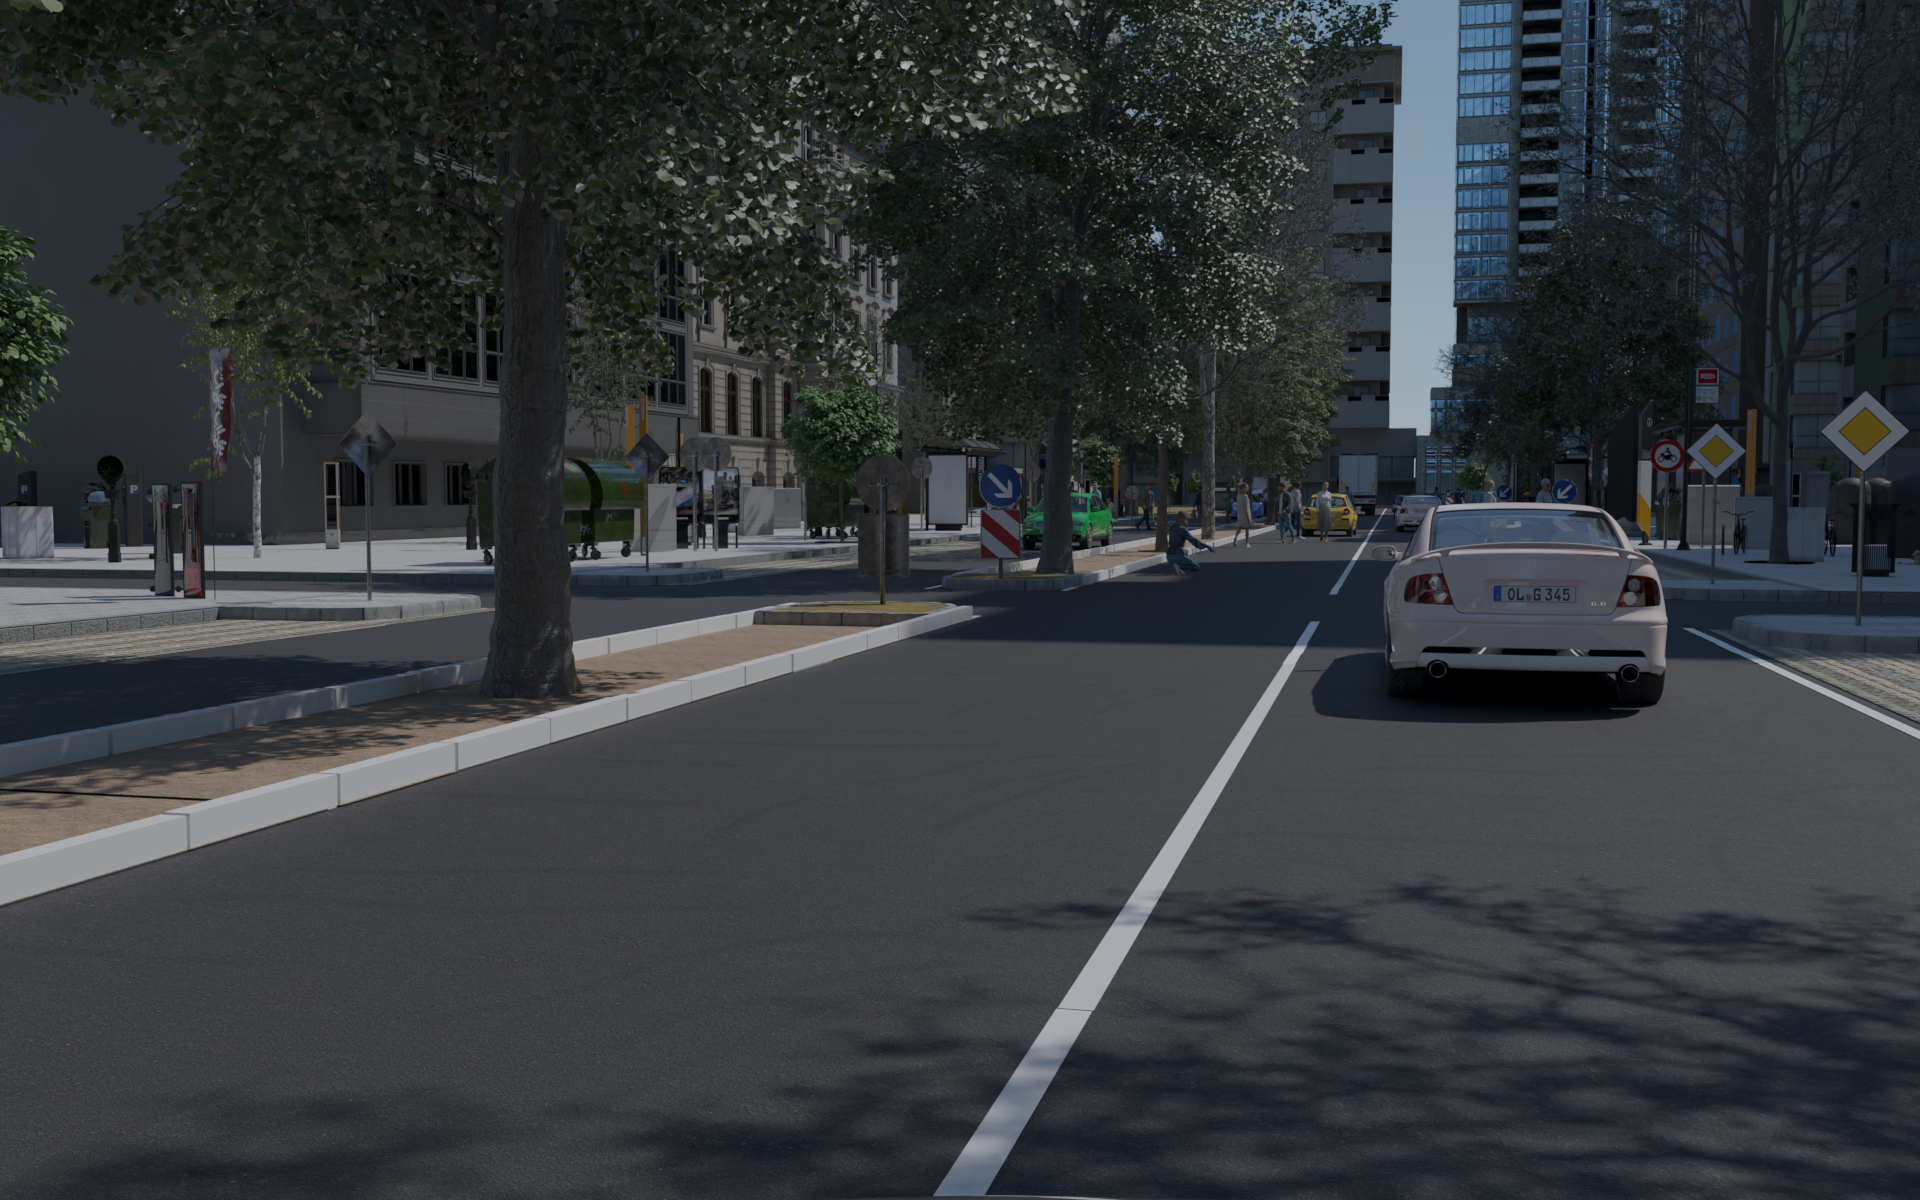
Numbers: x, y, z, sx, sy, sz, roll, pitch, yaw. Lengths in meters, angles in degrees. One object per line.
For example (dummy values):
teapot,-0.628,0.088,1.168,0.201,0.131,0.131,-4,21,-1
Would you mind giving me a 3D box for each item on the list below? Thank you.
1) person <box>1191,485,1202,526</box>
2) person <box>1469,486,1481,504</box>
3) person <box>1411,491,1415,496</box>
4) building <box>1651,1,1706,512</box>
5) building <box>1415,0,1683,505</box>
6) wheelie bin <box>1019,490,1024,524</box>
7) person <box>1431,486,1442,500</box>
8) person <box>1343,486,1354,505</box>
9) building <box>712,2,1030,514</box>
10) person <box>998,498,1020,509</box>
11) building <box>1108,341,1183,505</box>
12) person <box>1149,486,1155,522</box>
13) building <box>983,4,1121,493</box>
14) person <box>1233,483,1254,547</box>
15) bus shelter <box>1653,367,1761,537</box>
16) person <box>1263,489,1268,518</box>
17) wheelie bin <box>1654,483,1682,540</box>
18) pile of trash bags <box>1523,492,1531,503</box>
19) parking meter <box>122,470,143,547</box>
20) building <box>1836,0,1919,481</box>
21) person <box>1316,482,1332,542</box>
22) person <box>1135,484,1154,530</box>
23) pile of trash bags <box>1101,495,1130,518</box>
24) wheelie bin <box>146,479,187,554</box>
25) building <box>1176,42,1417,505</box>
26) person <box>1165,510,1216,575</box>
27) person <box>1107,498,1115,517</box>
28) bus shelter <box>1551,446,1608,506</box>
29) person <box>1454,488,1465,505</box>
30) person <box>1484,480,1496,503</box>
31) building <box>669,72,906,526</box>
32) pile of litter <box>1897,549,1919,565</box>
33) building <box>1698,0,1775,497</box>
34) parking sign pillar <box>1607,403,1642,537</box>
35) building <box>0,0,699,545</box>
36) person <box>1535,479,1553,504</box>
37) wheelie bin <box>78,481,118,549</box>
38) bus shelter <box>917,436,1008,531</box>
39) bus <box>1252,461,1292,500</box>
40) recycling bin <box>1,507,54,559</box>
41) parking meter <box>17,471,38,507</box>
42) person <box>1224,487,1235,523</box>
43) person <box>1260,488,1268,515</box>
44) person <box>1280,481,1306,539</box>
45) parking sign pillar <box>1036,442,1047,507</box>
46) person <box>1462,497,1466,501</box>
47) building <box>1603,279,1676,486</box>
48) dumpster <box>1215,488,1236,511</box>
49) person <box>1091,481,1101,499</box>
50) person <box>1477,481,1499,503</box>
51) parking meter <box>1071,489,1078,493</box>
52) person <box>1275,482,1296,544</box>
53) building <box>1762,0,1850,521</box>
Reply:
person,10.801,-4.266,78.227,0.794,1.824,0.713,0,4,-6
person,23.683,-4.335,79.392,0.660,1.820,0.620,-1,4,-15
person,40.774,-8.997,156.310,1.217,1.735,0.721,-3,5,-40
building,58.296,-41.409,115.289,20.563,71.187,20.611,1,4,14
building,67.770,-53.931,194.445,31.000,86.520,22.319,1,4,14
wheelie bin,2.456,-4.058,74.251,0.693,1.594,0.980,-1,4,-17
person,23.790,-4.782,86.677,0.713,1.824,0.794,-2,4,-25
person,19.946,-4.948,89.268,0.638,1.841,0.748,3,5,43
building,-11.705,-26.164,119.655,32.217,40.220,23.993,1,4,14
person,1.162,-1.977,41.659,0.563,1.720,0.643,-1,4,-15
building,12.796,-22.526,213.342,28.899,21.520,27.650,1,4,14
person,8.875,-4.454,81.527,0.583,1.804,0.606,1,4,11
building,-0.436,-34.688,156.393,27.495,52.752,28.713,1,4,14
person,7.579,-2.268,46.338,0.466,1.731,0.760,2,4,33
bus shelter,22.347,-4.590,52.680,2.179,5.291,8.768,1,4,14
person,18.440,-5.831,104.779,0.436,1.711,0.756,2,4,32
wheelie bin,19.802,-2.476,48.398,0.693,1.594,0.980,1,4,13
pile of trash bags,29.905,-4.837,88.830,1.912,1.369,3.447,-1,4,-14
parking meter,-20.078,-2.220,42.011,0.399,1.863,0.255,-3,5,-40
building,39.988,-17.817,63.017,14.160,30.474,14.107,1,4,14
person,10.859,-2.628,51.690,0.478,1.798,0.641,1,4,9
person,7.400,-3.719,69.209,0.836,1.842,0.656,-1,4,-15
pile of trash bags,8.302,-5.210,94.931,3.447,1.369,1.912,-3,5,-42
wheelie bin,-17.062,-1.808,37.461,0.980,1.594,0.693,-1,4,-9
building,40.237,-37.717,205.904,27.495,52.752,28.713,1,4,14
person,3.956,-1.032,30.870,0.738,1.151,1.012,-2,4,-30
person,6.678,-3.890,76.787,0.352,1.250,0.332,0,4,1
bus shelter,26.550,-4.932,74.554,2.014,3.302,5.546,1,4,14
person,28.712,-5.529,99.354,0.683,1.767,0.568,-1,4,-21
person,13.077,-2.083,42.915,0.624,1.780,0.694,1,4,16
building,-12.577,-16.195,83.867,14.460,24.649,34.723,1,4,14
pile of litter,17.978,-1.079,31.613,1.719,0.858,1.176,0,4,7
building,51.089,-27.457,99.034,14.600,45.320,14.200,1,4,14
parking sign pillar,20.025,-3.890,52.076,1.447,3.967,1.447,-1,4,-12
building,-19.322,-16.008,55.239,14.314,27.812,24.014,1,4,14
person,12.696,-1.762,37.802,0.515,1.767,0.782,3,4,39
wheelie bin,-20.297,-2.011,40.790,0.980,1.594,0.693,2,4,35
bus shelter,0.141,-4.212,62.785,2.014,3.302,5.546,1,4,14
bus,23.029,-8.350,128.073,2.896,3.916,12.252,1,4,13
recycling bin,-18.632,-1.349,34.609,0.722,1.027,0.722,3,4,38
parking meter,-23.371,-2.307,43.427,0.399,1.863,0.255,1,4,11
person,13.184,-4.678,85.237,0.529,1.795,0.600,-3,4,-36
person,20.599,-6.613,116.614,1.348,1.826,0.705,1,4,12
person,10.589,-2.853,55.000,0.795,1.843,0.661,-1,4,-10
parking sign pillar,4.199,-5.826,83.726,1.447,3.967,1.447,-3,5,-45
person,50.289,-9.903,173.672,1.065,1.426,0.557,-2,4,-31
building,67.680,-18.036,139.930,27.650,21.520,28.899,1,4,14
dumpster,18.727,-7.043,123.360,1.865,1.857,1.264,1,4,14
person,4.294,-2.812,54.338,0.748,1.841,0.638,0,4,-8
person,14.411,-2.353,47.308,0.601,1.785,0.444,2,4,24
parking meter,5.518,-4.575,83.212,0.372,1.533,0.369,0,3,0
person,9.407,-2.532,50.250,0.721,1.781,0.623,-3,5,-41
building,47.570,-24.557,85.094,14.154,41.232,14.086,1,4,14
